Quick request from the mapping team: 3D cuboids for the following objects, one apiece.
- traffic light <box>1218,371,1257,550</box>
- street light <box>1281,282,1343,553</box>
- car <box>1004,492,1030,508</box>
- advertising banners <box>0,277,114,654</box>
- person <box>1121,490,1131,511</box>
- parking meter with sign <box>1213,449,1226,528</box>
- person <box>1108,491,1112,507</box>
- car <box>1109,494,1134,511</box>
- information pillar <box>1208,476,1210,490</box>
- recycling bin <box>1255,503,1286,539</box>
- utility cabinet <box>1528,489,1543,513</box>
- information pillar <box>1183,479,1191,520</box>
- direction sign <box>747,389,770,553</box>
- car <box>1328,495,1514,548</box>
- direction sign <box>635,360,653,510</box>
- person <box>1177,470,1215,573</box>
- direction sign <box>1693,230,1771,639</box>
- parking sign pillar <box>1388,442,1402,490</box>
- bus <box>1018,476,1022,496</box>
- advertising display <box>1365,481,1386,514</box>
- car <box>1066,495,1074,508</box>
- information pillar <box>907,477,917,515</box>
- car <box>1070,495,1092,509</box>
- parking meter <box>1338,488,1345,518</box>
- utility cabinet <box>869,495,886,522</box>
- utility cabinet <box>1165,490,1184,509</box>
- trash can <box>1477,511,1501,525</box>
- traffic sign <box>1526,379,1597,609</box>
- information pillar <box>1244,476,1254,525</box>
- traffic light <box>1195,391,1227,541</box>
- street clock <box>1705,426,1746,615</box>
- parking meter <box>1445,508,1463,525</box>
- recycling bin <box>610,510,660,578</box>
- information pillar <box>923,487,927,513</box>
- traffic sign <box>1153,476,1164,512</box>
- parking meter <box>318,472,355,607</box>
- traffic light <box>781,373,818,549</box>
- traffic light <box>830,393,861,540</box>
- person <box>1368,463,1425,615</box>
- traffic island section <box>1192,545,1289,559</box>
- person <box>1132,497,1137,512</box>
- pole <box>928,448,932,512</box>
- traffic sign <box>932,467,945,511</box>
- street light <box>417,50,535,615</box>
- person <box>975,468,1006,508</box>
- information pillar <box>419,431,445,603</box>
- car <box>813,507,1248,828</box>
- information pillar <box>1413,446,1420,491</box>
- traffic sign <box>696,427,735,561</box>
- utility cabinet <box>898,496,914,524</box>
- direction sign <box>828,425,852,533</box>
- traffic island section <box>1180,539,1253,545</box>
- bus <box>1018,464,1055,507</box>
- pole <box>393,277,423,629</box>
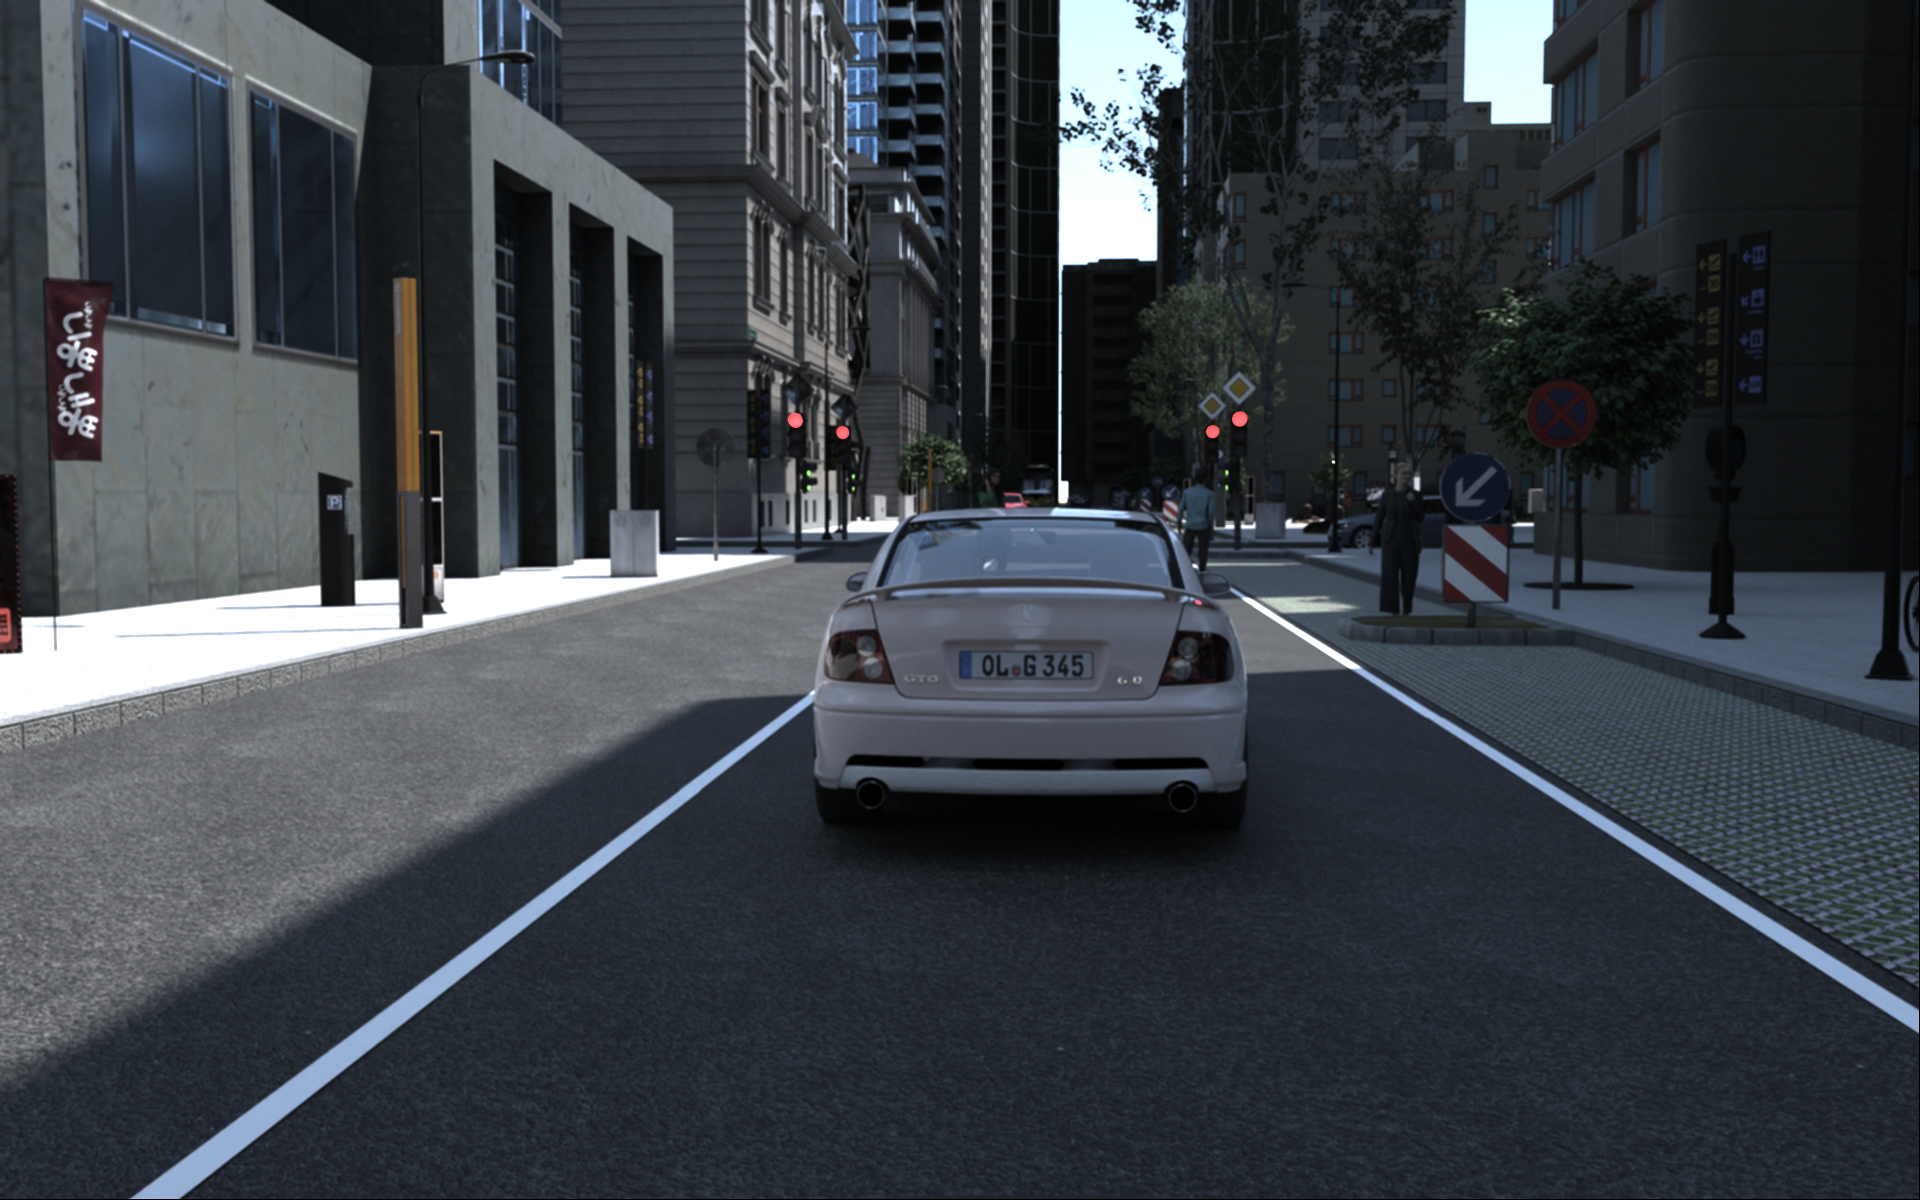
[{"bbox_3d":[6.337,-3.097,39.564,0.839,4.253,0.868,0,4,4],"label":"traffic light"},{"bbox_3d":[7.721,-4.006,38.041,1.470,5.913,1.316,0,4,4],"label":"street light"},{"bbox_3d":[2.234,-4.441,81.645,2.155,1.783,4.494,0,4,4],"label":"car"},{"bbox_3d":[-7.793,-1.074,13.740,2.074,3.025,0.090,-3,4,-38],"label":"advertising banners"},{"bbox_3d":[12.586,-7.459,131.251,0.742,1.727,0.445,-1,4,-15],"label":"person"},{"bbox_3d":[10.001,-4.317,66.838,0.543,3.016,1.738,0,4,3],"label":"parking meter with sign"},{"bbox_3d":[15.582,-10.475,180.450,0.721,1.739,1.217,0,4,-6],"label":"person"},{"bbox_3d":[13.004,-7.769,139.019,2.014,1.417,4.499,0,4,4],"label":"car"},{"bbox_3d":[10.419,-4.152,72.385,0.304,2.012,0.304,2,4,34],"label":"information pillar"},{"bbox_3d":[8.887,-2.264,49.564,0.722,1.027,0.722,2,4,25],"label":"recycling bin"},{"bbox_3d":[26.616,-4.319,79.289,1.173,1.500,0.318,-1,4,-15],"label":"utility cabinet"},{"bbox_3d":[11.196,-4.951,85.435,0.304,2.012,0.304,1,4,17],"label":"information pillar"},{"bbox_3d":[-4.366,-2.790,37.606,0.379,3.537,0.876,-3,4,-39],"label":"direction sign"},{"bbox_3d":[11.476,-1.913,43.272,4.499,1.417,2.014,0,4,2],"label":"car"},{"bbox_3d":[-5.410,-2.308,29.739,0.379,3.537,0.876,0,4,7],"label":"direction sign"},{"bbox_3d":[3.824,-1.203,28.192,0.660,1.820,0.620,1,4,21],"label":"person"},{"bbox_3d":[6.819,-1.431,15.386,0.379,3.537,0.876,-1,4,-17],"label":"direction sign"},{"bbox_3d":[22.792,-6.253,90.703,1.447,3.967,1.447,2,4,26],"label":"parking sign pillar"},{"bbox_3d":[7.417,-10.700,166.496,2.896,3.916,12.252,0,4,5],"label":"bus"},{"bbox_3d":[20.755,-4.974,86.539,0.974,1.923,0.123,1,4,20],"label":"advertising display"},{"bbox_3d":[11.715,-9.938,174.842,2.083,1.381,4.827,0,4,3],"label":"car"},{"bbox_3d":[-2.111,-4.387,76.220,0.304,2.012,0.304,3,4,39],"label":"information pillar"},{"bbox_3d":[10.525,-8.482,151.255,1.945,1.354,3.894,0,4,6],"label":"car"},{"bbox_3d":[15.968,-3.933,72.722,0.372,1.533,0.369,0,3,0],"label":"parking meter"},{"bbox_3d":[-3.834,-4.270,80.971,0.306,1.237,1.020,2,4,30],"label":"utility cabinet"},{"bbox_3d":[13.263,-6.012,106.975,1.173,1.500,0.318,-2,4,-25],"label":"utility cabinet"},{"bbox_3d":[11.253,-1.554,37.061,0.748,1.137,0.748,0,3,0],"label":"trash can"},{"bbox_3d":[6.645,-1.169,19.223,0.768,2.556,0.104,0,4,4],"label":"traffic sign"},{"bbox_3d":[11.935,-4.095,71.448,0.304,2.012,0.304,-1,4,-12],"label":"information pillar"},{"bbox_3d":[6.886,-3.585,47.531,0.839,4.253,0.868,0,4,4],"label":"traffic light"},{"bbox_3d":[8.129,-0.848,18.428,0.471,2.002,0.358,-3,5,-41],"label":"street clock"},{"bbox_3d":[11.499,-2.111,40.221,0.399,1.863,0.255,2,4,34],"label":"parking meter"},{"bbox_3d":[-5.058,-0.881,26.958,0.722,1.027,0.722,0,4,-7],"label":"recycling bin"},{"bbox_3d":[-1.933,-6.593,99.155,0.504,3.616,0.183,3,5,40],"label":"information pillar"},{"bbox_3d":[13.908,-7.432,121.626,0.768,2.556,0.104,1,4,10],"label":"traffic sign"},{"bbox_3d":[-7.137,-0.699,19.833,0.372,1.533,0.369,0,3,0],"label":"parking meter"},{"bbox_3d":[-3.752,-3.139,40.241,0.839,4.253,0.868,0,4,4],"label":"traffic light"},{"bbox_3d":[-3.203,-3.626,48.207,0.839,4.253,0.868,0,4,4],"label":"traffic light"},{"bbox_3d":[4.793,-0.614,18.964,0.576,1.772,0.534,0,4,-6],"label":"person"},{"bbox_3d":[6.376,-1.064,39.676,2.009,0.180,2.903,0,4,4],"label":"traffic island section"},{"bbox_3d":[11.548,-6.216,114.822,0.352,1.250,0.332,1,4,15],"label":"person"},{"bbox_3d":[-1.336,-5.074,76.802,0.158,3.312,0.155,0,3,0],"label":"pole"},{"bbox_3d":[-1.082,-5.004,81.924,0.768,2.556,0.104,1,4,12],"label":"traffic sign"},{"bbox_3d":[-5.149,-2.801,18.336,1.470,5.913,1.316,0,4,4],"label":"street light"},{"bbox_3d":[0.445,-0.935,24.037,0.529,1.795,0.600,3,5,43],"label":"person"},{"bbox_3d":[-6.269,-0.966,20.287,0.304,2.012,0.304,2,4,25],"label":"information pillar"},{"bbox_3d":[0.385,0.214,8.856,2.083,1.381,4.827,0,4,3],"label":"car"},{"bbox_3d":[22.201,-5.681,84.236,0.504,3.616,0.183,-3,4,-39],"label":"information pillar"},{"bbox_3d":[-4.669,-2.016,33.069,0.768,2.556,0.104,1,4,10],"label":"traffic sign"},{"bbox_3d":[-2.204,-3.664,71.062,0.306,1.237,1.020,1,4,21],"label":"utility cabinet"},{"bbox_3d":[-3.999,-3.992,57.269,0.876,3.537,0.379,-2,4,-25],"label":"direction sign"},{"bbox_3d":[6.925,-1.551,47.642,2.009,0.180,2.903,0,4,4],"label":"traffic island section"},{"bbox_3d":[6.681,-9.525,147.285,2.896,3.916,12.252,0,4,4],"label":"bus"},{"bbox_3d":[-5.252,-1.384,16.476,0.158,3.312,0.155,0,3,0],"label":"pole"}]
